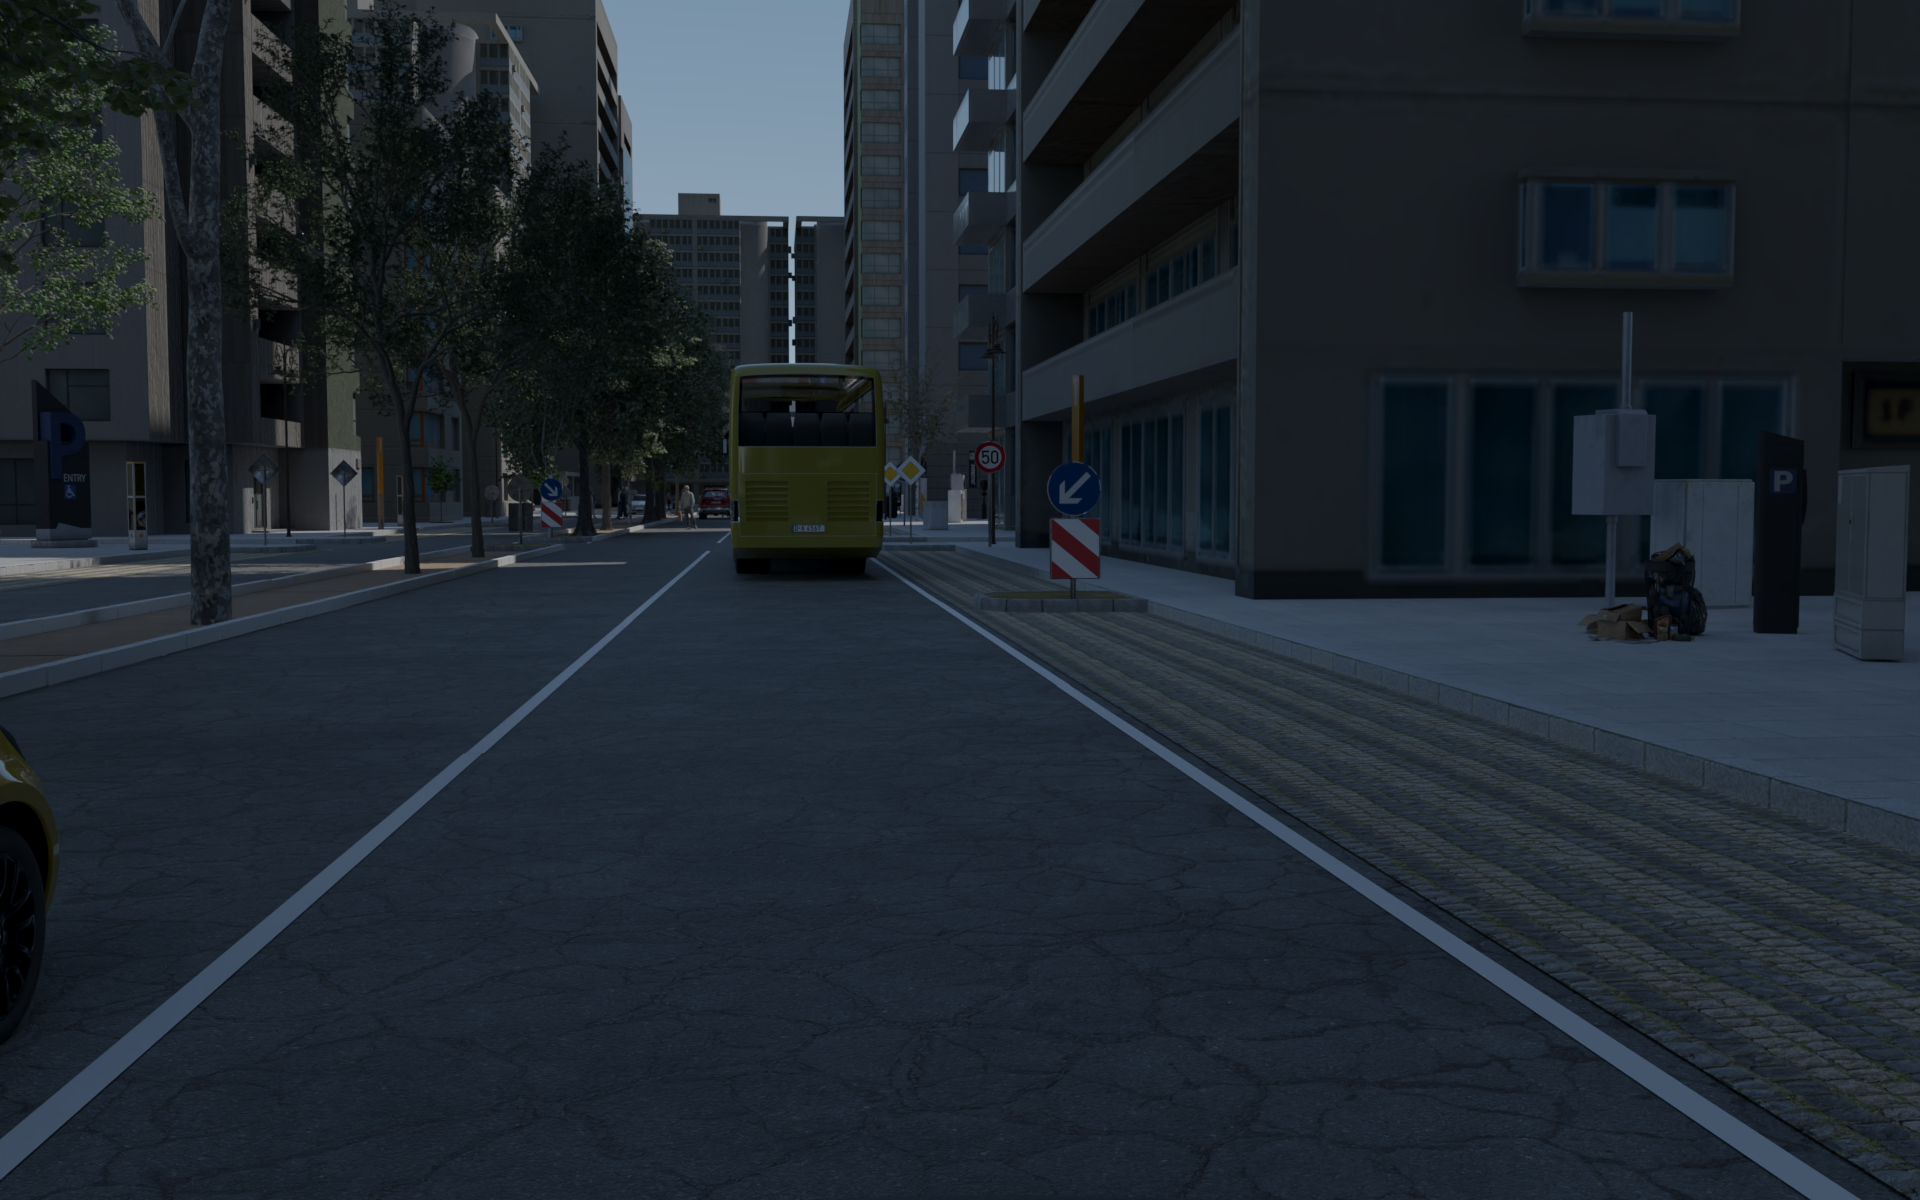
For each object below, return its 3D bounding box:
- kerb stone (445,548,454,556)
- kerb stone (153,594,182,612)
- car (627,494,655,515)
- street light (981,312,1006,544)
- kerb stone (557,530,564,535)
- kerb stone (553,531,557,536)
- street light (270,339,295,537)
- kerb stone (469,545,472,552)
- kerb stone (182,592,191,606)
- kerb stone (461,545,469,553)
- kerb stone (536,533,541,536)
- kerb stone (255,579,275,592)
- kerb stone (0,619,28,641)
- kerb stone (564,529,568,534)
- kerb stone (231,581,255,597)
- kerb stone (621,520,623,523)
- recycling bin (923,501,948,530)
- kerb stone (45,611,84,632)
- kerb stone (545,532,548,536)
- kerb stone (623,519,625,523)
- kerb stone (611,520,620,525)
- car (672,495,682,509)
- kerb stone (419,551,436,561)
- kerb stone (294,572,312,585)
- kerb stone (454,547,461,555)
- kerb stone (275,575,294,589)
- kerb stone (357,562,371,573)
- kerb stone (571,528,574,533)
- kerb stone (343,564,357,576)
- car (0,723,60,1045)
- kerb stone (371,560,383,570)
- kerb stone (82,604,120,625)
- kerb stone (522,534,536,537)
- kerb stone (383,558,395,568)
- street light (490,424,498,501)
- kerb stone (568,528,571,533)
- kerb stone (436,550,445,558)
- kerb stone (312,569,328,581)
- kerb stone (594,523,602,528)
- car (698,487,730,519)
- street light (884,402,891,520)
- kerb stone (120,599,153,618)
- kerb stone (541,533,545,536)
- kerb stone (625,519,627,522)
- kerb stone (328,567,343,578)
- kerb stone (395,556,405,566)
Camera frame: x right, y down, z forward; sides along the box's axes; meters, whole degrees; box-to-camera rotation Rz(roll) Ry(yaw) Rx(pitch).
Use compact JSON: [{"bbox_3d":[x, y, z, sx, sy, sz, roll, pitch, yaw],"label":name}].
[{"bbox_3d":[-11.817,-1.066,39.678,0.120,0.150,1.000,0,4,-6],"label":"kerb stone"},{"bbox_3d":[-9.864,0.051,21.354,0.120,0.150,1.000,0,4,-6],"label":"kerb stone"},{"bbox_3d":[-21.964,-6.600,119.915,2.014,1.417,4.499,0,4,-5],"label":"car"},{"bbox_3d":[0.848,-4.365,44.154,0.468,5.910,1.993,0,4,-6],"label":"street light"},{"bbox_3d":[-14.064,-2.351,60.626,0.120,0.150,1.000,0,4,-6],"label":"kerb stone"},{"bbox_3d":[-13.846,-2.226,58.585,0.120,0.150,1.000,0,4,-6],"label":"kerb stone"},{"bbox_3d":[-20.111,-4.827,51.717,0.468,5.910,1.993,0,4,-6],"label":"street light"},{"bbox_3d":[-12.153,-1.257,42.741,0.120,0.150,1.000,0,4,-6],"label":"kerb stone"},{"bbox_3d":[-9.975,-0.011,22.370,0.120,0.150,1.000,0,4,-6],"label":"kerb stone"},{"bbox_3d":[-12.046,-1.194,41.724,0.120,0.150,1.000,0,4,-6],"label":"kerb stone"},{"bbox_3d":[-13.403,-1.974,54.509,0.120,0.150,1.000,0,4,-6],"label":"kerb stone"},{"bbox_3d":[-10.305,-0.198,25.430,0.120,0.150,1.000,0,4,-6],"label":"kerb stone"},{"bbox_3d":[-9.428,0.301,17.279,0.120,0.150,1.000,0,4,-6],"label":"kerb stone"},{"bbox_3d":[-14.169,-2.410,61.643,0.120,0.150,1.000,0,4,-6],"label":"kerb stone"},{"bbox_3d":[-10.191,-0.135,24.409,0.120,0.150,1.000,0,4,-6],"label":"kerb stone"},{"bbox_3d":[-16.568,-3.783,84.064,0.120,0.150,1.000,0,4,-6],"label":"kerb stone"},{"bbox_3d":[-0.873,-3.007,61.719,0.722,1.027,0.722,-1,4,-22],"label":"recycling bin"},{"bbox_3d":[-9.541,0.245,18.295,0.120,0.150,1.000,0,4,-6],"label":"kerb stone"},{"bbox_3d":[-13.623,-2.101,56.549,0.120,0.150,1.000,0,4,-6],"label":"kerb stone"},{"bbox_3d":[-16.674,-3.846,85.080,0.120,0.150,1.000,0,4,-6],"label":"kerb stone"},{"bbox_3d":[-16.346,-3.655,82.019,0.120,0.150,1.000,0,4,-6],"label":"kerb stone"},{"bbox_3d":[-26.938,-9.508,168.040,1.945,1.354,3.894,0,4,-4],"label":"car"},{"bbox_3d":[-11.610,-0.938,37.641,0.120,0.150,1.000,0,4,-6],"label":"kerb stone"},{"bbox_3d":[-10.516,-0.322,27.463,0.120,0.150,1.000,0,4,-6],"label":"kerb stone"},{"bbox_3d":[-11.936,-1.132,40.708,0.120,0.150,1.000,0,4,-6],"label":"kerb stone"},{"bbox_3d":[-10.411,-0.250,26.447,0.120,0.150,1.000,0,4,-6],"label":"kerb stone"},{"bbox_3d":[-10.954,-0.571,31.534,0.120,0.150,1.000,0,4,-6],"label":"kerb stone"},{"bbox_3d":[-14.389,-2.534,63.682,0.120,0.150,1.000,0,4,-6],"label":"kerb stone"},{"bbox_3d":[-10.849,-0.505,30.514,0.120,0.150,1.000,0,4,-6],"label":"kerb stone"},{"bbox_3d":[-3.209,0.429,3.214,2.015,1.641,3.980,0,4,-5],"label":"car"},{"bbox_3d":[-11.061,-0.628,32.555,0.120,0.150,1.000,0,4,-6],"label":"kerb stone"},{"bbox_3d":[-9.651,0.178,19.313,0.120,0.150,1.000,0,4,-6],"label":"kerb stone"},{"bbox_3d":[-13.305,-1.914,53.486,0.120,0.150,1.000,0,4,-6],"label":"kerb stone"},{"bbox_3d":[-11.170,-0.696,33.574,0.120,0.150,1.000,0,4,-6],"label":"kerb stone"},{"bbox_3d":[-24.493,-7.262,91.515,0.468,5.910,1.993,0,4,-6],"label":"street light"},{"bbox_3d":[-14.281,-2.475,62.665,0.120,0.150,1.000,0,4,-6],"label":"kerb stone"},{"bbox_3d":[-11.714,-1.007,38.659,0.120,0.150,1.000,0,4,-6],"label":"kerb stone"},{"bbox_3d":[-10.629,-0.383,28.479,0.120,0.150,1.000,0,4,-6],"label":"kerb stone"},{"bbox_3d":[-15.590,-3.220,74.890,0.120,0.150,1.000,0,4,-6],"label":"kerb stone"},{"bbox_3d":[-13.947,-5.571,99.758,2.281,1.827,5.304,0,4,-5],"label":"car"},{"bbox_3d":[-3.736,-6.962,86.617,0.468,5.910,1.993,0,4,-6],"label":"street light"},{"bbox_3d":[-9.754,0.114,20.338,0.120,0.150,1.000,0,4,-6],"label":"kerb stone"},{"bbox_3d":[-13.519,-2.037,55.525,0.120,0.150,1.000,0,4,-6],"label":"kerb stone"},{"bbox_3d":[-16.783,-3.909,86.107,0.120,0.150,1.000,0,4,-6],"label":"kerb stone"},{"bbox_3d":[-10.736,-0.447,29.497,0.120,0.150,1.000,0,4,-6],"label":"kerb stone"},{"bbox_3d":[-11.281,-0.757,34.590,0.120,0.150,1.000,0,4,-6],"label":"kerb stone"}]
